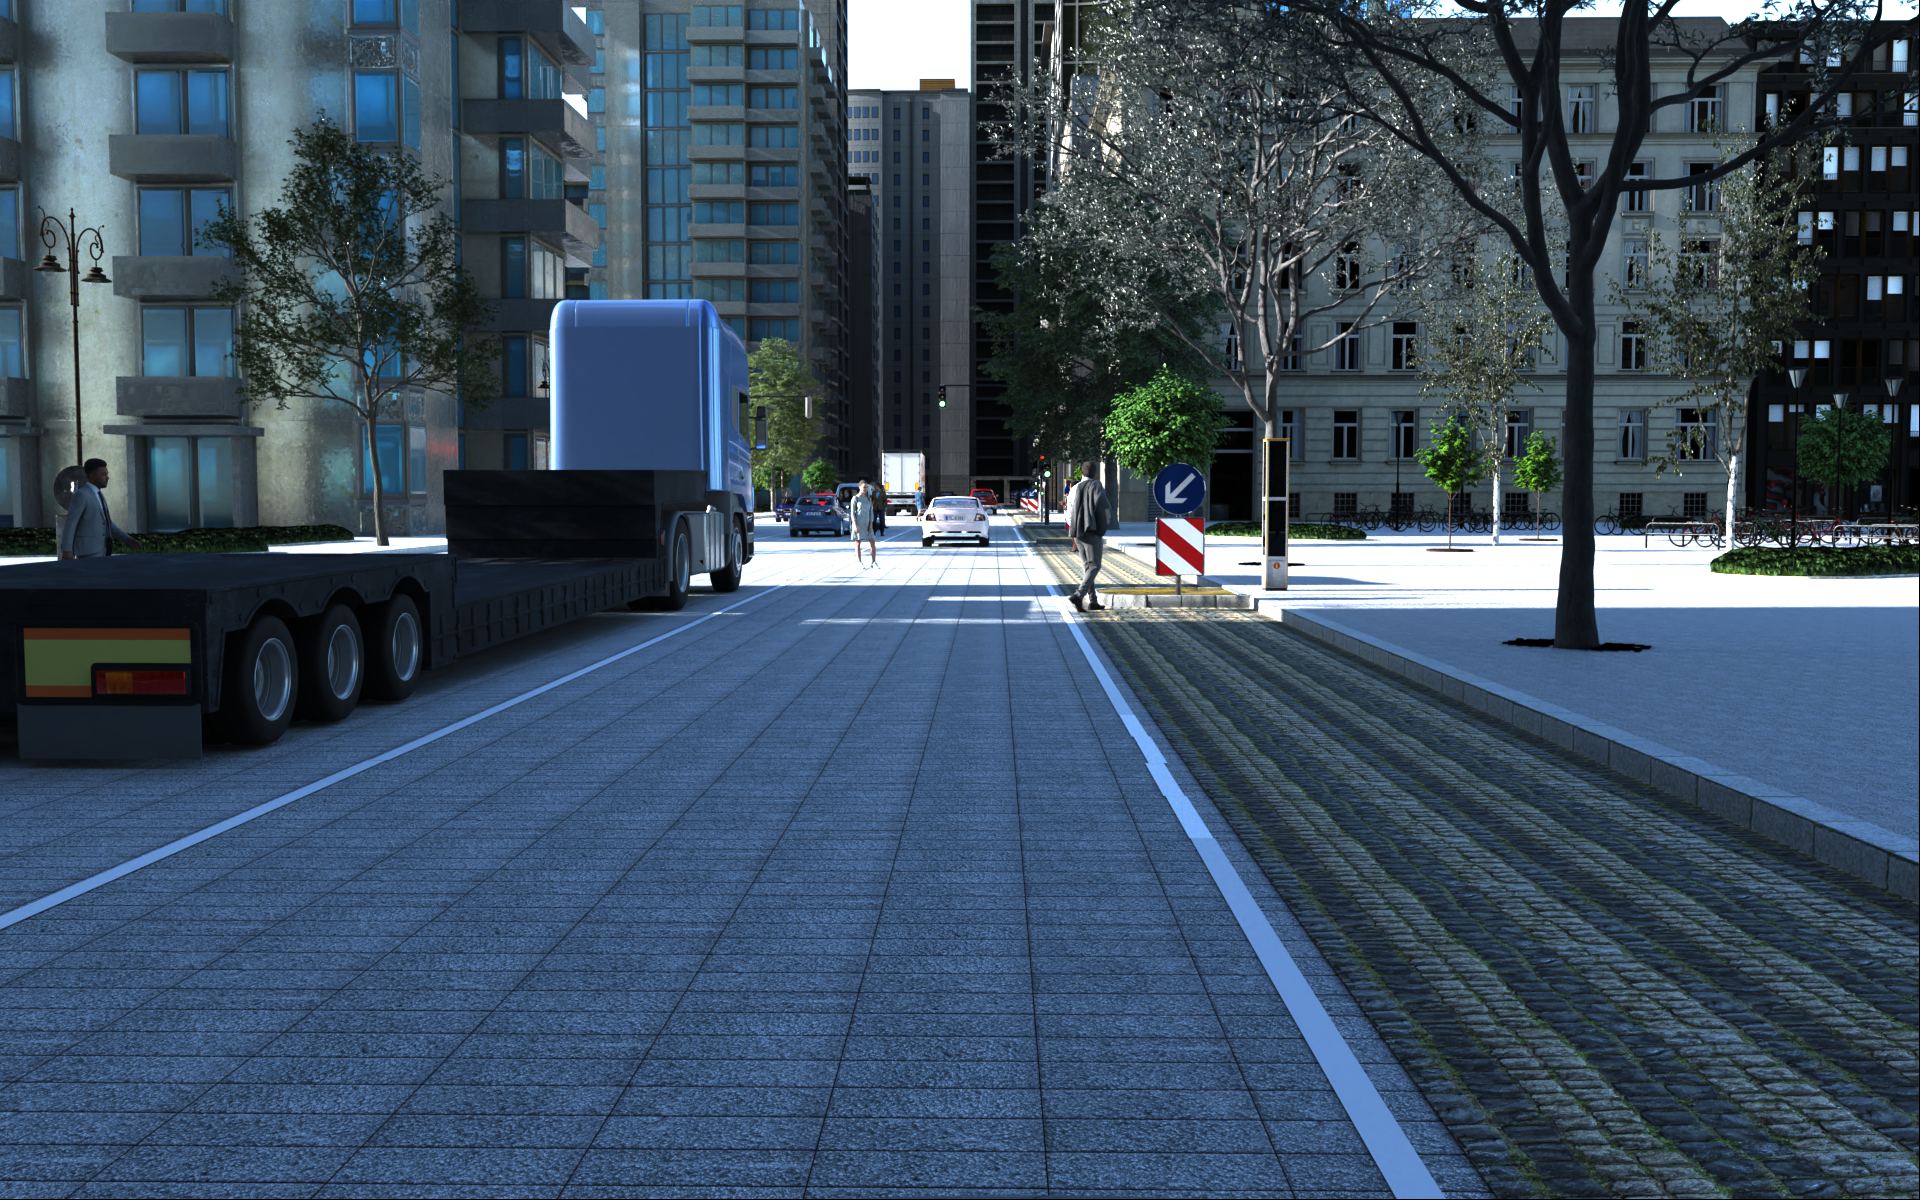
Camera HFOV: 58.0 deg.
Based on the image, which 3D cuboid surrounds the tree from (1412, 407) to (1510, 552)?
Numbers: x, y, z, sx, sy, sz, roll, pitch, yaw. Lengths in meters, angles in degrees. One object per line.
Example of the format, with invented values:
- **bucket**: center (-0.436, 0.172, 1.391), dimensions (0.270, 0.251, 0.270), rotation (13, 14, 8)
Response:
- **tree**: center (11.091, -2.693, 38.640), dimensions (1.663, 3.219, 1.824), rotation (0, 3, 0)

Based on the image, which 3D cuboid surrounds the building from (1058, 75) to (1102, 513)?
- **building**: center (12.497, -17.732, 107.940), dimensions (12.078, 24.808, 19.932), rotation (0, 4, 1)

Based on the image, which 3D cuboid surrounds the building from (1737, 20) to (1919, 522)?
- **building**: center (44.579, -15.615, 84.975), dimensions (15.834, 23.373, 12.332), rotation (0, 4, 1)

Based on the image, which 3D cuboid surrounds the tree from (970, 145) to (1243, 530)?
- **tree**: center (5.331, -9.515, 62.226), dimensions (9.857, 13.997, 8.962), rotation (0, 3, 0)

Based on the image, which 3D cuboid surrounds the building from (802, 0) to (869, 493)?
- **building**: center (-20.986, -46.345, 195.997), dimensions (20.563, 71.187, 20.611), rotation (0, 4, 1)

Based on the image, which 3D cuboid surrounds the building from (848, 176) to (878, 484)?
- **building**: center (-17.771, -33.070, 224.282), dimensions (14.086, 41.232, 14.154), rotation (0, 4, 1)

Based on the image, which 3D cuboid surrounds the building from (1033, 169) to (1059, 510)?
- **building**: center (13.147, -21.940, 144.620), dimensions (13.634, 28.700, 20.117), rotation (0, 4, 1)

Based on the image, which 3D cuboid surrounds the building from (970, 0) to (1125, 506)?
- **building**: center (11.889, -49.497, 247.527), dimensions (20.611, 71.187, 20.563), rotation (0, 4, 1)

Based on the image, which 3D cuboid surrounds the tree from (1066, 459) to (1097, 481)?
- **tree**: center (6.653, -6.268, 97.078), dimensions (1.663, 3.219, 1.824), rotation (0, 3, 0)

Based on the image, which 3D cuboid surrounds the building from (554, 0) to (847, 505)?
- **building**: center (-23.836, -33.722, 170.967), dimensions (23.786, 49.044, 30.456), rotation (0, 4, 1)

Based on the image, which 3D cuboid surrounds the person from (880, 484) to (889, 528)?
- **person**: center (-3.356, -3.887, 72.151), dimensions (0.850, 1.850, 0.679), rotation (3, 4, 37)

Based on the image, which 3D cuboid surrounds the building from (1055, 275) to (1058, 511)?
- **building**: center (13.450, -18.160, 126.590), dimensions (12.332, 23.373, 15.834), rotation (0, 4, 1)

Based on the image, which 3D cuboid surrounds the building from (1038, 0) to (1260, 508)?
- **building**: center (17.488, -44.565, 166.890), dimensions (20.563, 71.187, 20.611), rotation (0, 4, 1)

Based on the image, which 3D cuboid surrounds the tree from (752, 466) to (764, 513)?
- **tree**: center (-13.958, -7.599, 118.837), dimensions (1.663, 3.219, 1.824), rotation (0, 3, 0)

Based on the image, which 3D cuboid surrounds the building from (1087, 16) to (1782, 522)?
- **building**: center (21.641, -15.435, 85.652), dimensions (30.059, 22.955, 16.112), rotation (0, 4, 1)

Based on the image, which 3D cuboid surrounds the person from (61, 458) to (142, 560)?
- **person**: center (-8.805, -0.538, 17.566), dimensions (0.850, 1.792, 0.678), rotation (0, 4, -4)

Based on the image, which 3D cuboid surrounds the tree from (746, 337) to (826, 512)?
- **tree**: center (-13.121, -12.662, 125.149), dimensions (7.486, 12.596, 7.792), rotation (0, 3, 0)

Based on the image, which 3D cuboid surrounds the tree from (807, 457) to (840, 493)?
- **tree**: center (-12.040, -10.188, 150.289), dimensions (4.285, 4.588, 4.351), rotation (0, 3, 0)

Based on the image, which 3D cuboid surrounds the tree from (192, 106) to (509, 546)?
- **tree**: center (-14.629, -6.614, 42.558), dimensions (7.601, 10.594, 8.767), rotation (0, 4, -5)

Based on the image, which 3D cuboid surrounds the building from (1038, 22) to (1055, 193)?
- **building**: center (23.287, -36.830, 191.403), dimensions (28.713, 52.752, 27.495), rotation (0, 4, 1)

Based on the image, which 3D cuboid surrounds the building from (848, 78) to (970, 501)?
- **building**: center (-12.504, -43.248, 249.108), dimensions (28.212, 58.520, 21.231), rotation (0, 4, 1)

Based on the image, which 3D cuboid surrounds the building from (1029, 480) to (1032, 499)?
- **building**: center (24.925, -32.203, 218.399), dimensions (32.217, 40.220, 23.993), rotation (0, 4, 1)

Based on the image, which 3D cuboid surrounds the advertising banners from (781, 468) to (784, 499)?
- **advertising banners**: center (-12.115, -7.532, 119.328), dimensions (0.090, 3.025, 2.074), rotation (0, 4, 6)

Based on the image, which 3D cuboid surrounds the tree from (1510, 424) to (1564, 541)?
- **tree**: center (16.023, -3.238, 47.548), dimensions (1.663, 3.219, 1.824), rotation (0, 3, 0)

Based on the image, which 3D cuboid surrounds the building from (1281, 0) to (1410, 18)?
- **building**: center (51.980, -57.112, 246.445), dimensions (31.000, 86.520, 22.319), rotation (0, 4, 1)

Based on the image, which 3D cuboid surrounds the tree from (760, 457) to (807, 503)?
- **tree**: center (-15.316, -9.863, 144.977), dimensions (4.285, 4.588, 4.351), rotation (0, 3, 0)

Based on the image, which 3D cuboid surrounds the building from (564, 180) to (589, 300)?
- **building**: center (-39.796, -34.593, 220.217), dimensions (28.867, 44.769, 22.147), rotation (0, 4, 1)

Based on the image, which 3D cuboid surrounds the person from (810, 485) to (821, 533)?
- **person**: center (-5.379, -3.326, 63.227), dimensions (0.624, 1.780, 0.694), rotation (-1, 4, -12)

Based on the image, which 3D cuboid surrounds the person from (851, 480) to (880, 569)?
- **person**: center (-1.854, -1.443, 33.097), dimensions (0.512, 1.701, 0.522), rotation (-2, 4, -33)

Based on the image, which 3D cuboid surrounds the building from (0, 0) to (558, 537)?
- **building**: center (-29.115, -26.986, 60.823), dimensions (30.456, 49.044, 23.786), rotation (0, 4, 1)

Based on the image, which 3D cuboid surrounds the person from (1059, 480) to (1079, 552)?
- **person**: center (2.747, -2.054, 42.440), dimensions (0.532, 1.782, 0.716), rotation (1, 4, 18)

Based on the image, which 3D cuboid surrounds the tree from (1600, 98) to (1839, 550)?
- **tree**: center (14.659, -5.054, 32.988), dimensions (4.360, 8.622, 3.978), rotation (0, 3, 0)

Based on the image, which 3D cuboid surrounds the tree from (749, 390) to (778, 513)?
- **tree**: center (-13.789, -10.034, 114.423), dimensions (4.737, 8.622, 4.395), rotation (0, 3, 0)

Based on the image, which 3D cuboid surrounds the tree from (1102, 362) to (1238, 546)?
- **tree**: center (5.222, -3.646, 43.318), dimensions (4.285, 4.588, 4.351), rotation (0, 3, 0)

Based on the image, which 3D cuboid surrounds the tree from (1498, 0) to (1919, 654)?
- **tree**: center (5.045, -6.336, 13.957), dimensions (12.009, 13.543, 11.850), rotation (0, 3, 0)

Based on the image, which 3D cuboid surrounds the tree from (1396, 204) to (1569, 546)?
- **tree**: center (13.008, -5.639, 42.559), dimensions (4.360, 8.622, 3.978), rotation (0, 3, 0)

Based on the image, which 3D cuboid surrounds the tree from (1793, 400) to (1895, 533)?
- **tree**: center (29.642, -4.561, 58.285), dimensions (4.285, 4.588, 4.351), rotation (0, 3, 0)
